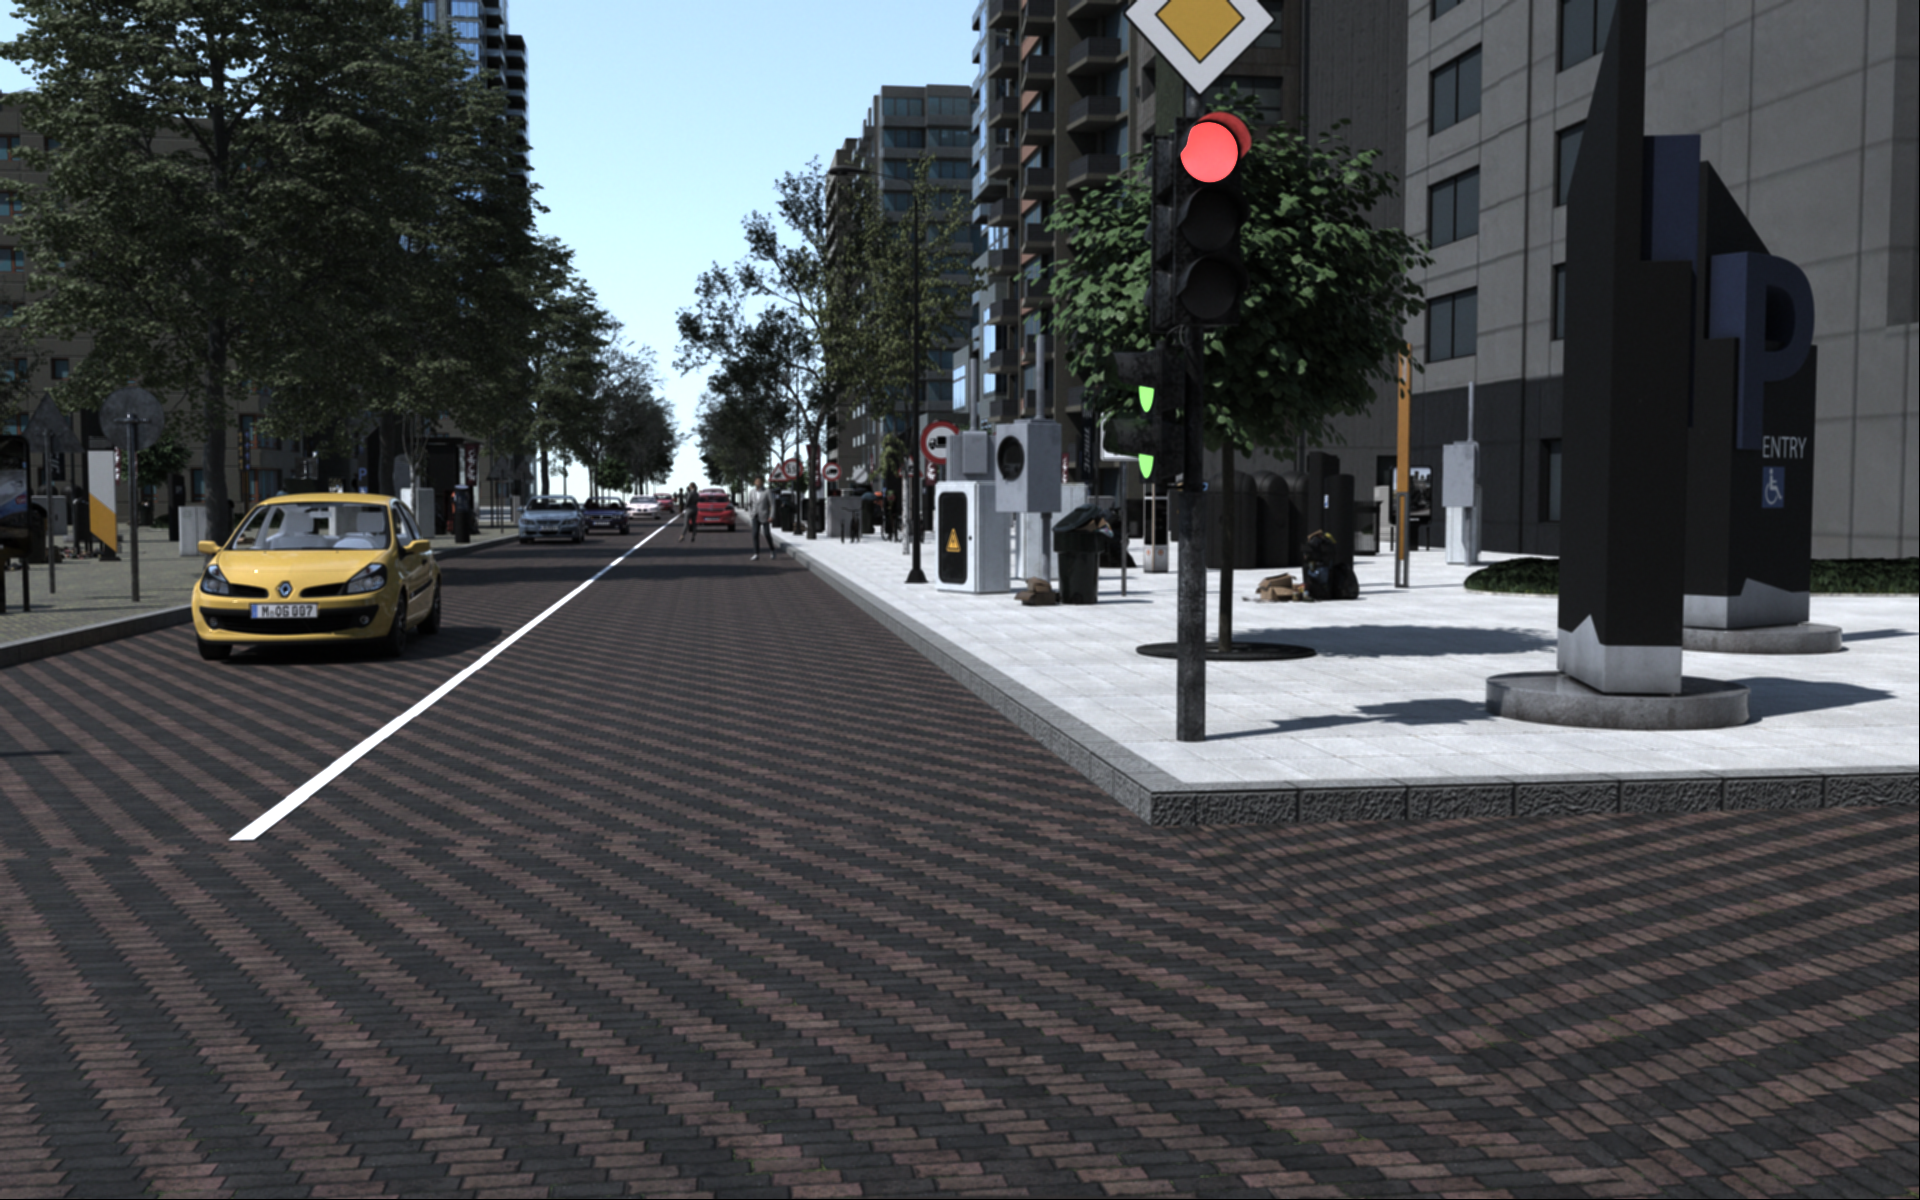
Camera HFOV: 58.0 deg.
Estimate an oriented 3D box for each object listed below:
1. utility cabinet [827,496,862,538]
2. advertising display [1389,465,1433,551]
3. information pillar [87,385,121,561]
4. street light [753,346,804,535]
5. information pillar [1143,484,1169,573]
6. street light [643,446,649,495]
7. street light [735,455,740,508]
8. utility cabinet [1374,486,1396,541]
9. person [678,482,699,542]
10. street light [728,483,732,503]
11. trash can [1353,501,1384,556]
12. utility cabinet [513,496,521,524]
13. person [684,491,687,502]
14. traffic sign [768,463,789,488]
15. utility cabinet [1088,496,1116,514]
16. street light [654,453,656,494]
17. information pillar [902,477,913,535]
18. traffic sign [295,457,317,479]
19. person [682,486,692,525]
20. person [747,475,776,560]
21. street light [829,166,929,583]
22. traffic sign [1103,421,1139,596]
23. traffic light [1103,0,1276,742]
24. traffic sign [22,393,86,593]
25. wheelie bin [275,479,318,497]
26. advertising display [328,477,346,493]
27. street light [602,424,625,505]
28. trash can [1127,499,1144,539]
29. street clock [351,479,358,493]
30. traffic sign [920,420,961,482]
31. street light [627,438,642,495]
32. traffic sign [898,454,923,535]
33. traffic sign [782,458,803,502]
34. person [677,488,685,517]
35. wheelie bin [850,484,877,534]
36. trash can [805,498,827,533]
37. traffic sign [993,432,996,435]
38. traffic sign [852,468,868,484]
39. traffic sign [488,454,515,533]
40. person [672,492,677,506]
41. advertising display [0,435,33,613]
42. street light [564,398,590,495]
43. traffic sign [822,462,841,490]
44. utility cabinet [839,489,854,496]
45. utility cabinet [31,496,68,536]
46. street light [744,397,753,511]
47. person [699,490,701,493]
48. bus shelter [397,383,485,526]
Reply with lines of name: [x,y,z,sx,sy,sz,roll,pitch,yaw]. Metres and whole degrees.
utility cabinet: [-3.408,-2.443,51.103,1.020,1.237,0.306,-2,4,-29]
advertising display: [10.120,-2.061,38.918,0.974,1.923,0.123,-1,4,-9]
information pillar: [-16.384,-2.553,33.102,0.504,3.616,0.183,0,4,-6]
street light: [-5.604,-4.982,53.992,1.470,5.913,1.316,-1,4,-8]
information pillar: [3.188,-1.445,28.124,0.304,2.012,0.304,-2,4,-25]
street light: [-30.421,-11.807,165.578,1.470,5.913,1.316,-1,4,-8]
street light: [-12.086,-7.732,98.951,1.470,5.913,1.316,-1,4,-8]
utility cabinet: [11.641,-2.309,46.434,0.318,1.500,1.173,-3,4,-36]
person: [-8.184,-2.656,52.197,0.573,1.790,0.520,1,4,16]
street light: [-16.459,-9.577,129.132,1.470,5.913,1.316,-1,4,-8]
trash can: [8.420,-1.491,36.028,0.748,1.137,0.748,0,3,0]
utility cabinet: [-18.941,-3.847,74.058,0.306,1.237,1.020,-1,4,-17]
person: [-36.324,-13.530,229.804,1.350,1.814,0.705,-3,4,-38]
traffic sign: [-7.553,-4.409,72.098,0.884,2.594,0.081,0,4,-5]
utility cabinet: [3.970,-2.340,49.417,1.020,1.237,0.306,-3,4,-36]
street light: [-34.652,-13.600,194.908,1.470,5.913,1.316,-1,4,-8]
information pillar: [-1.622,-3.055,54.433,0.304,2.012,0.304,1,4,18]
traffic sign: [-18.137,-2.810,48.070,0.606,2.300,0.079,0,4,-3]
person: [-12.657,-4.408,80.750,0.526,1.800,0.537,-2,4,-31]
person: [-4.333,-1.807,37.890,0.661,1.843,0.795,1,4,17]
street light: [-1.164,-3.194,24.766,1.470,5.913,1.316,-1,4,-8]
traffic sign: [2.057,-1.196,21.689,0.606,2.300,0.079,0,4,-5]
traffic light: [1.184,-1.223,8.909,0.839,4.253,0.868,-1,4,-8]
traffic sign: [-11.719,-1.363,22.293,0.884,2.594,0.081,0,4,-8]
wheelie bin: [-13.528,-1.681,35.389,0.693,1.594,0.980,3,5,42]
advertising display: [-23.994,-3.764,66.747,0.974,1.923,0.123,3,4,37]
street light: [-22.920,-8.632,113.668,1.470,5.913,1.316,-1,4,-8]
trash can: [5.076,-2.355,50.164,0.748,1.137,0.748,0,3,0]
street clock: [-28.206,-4.677,81.032,0.471,2.002,0.358,2,4,29]
traffic sign: [-0.316,-1.824,29.934,0.768,2.556,0.104,0,4,-4]
street light: [-27.311,-10.449,143.390,1.470,5.913,1.316,-1,4,-8]
traffic sign: [-1.582,-3.292,53.829,0.884,2.594,0.081,0,4,-7]
traffic sign: [-5.952,-3.761,61.599,0.768,2.556,0.104,0,4,-8]
person: [-17.382,-6.099,108.213,0.705,1.824,1.348,1,4,23]
wheelie bin: [-3.120,-2.918,55.616,0.980,1.594,0.693,1,4,23]
trash can: [-4.784,-2.805,57.523,0.748,1.137,0.748,0,3,0]
traffic sign: [0.917,-2.014,33.035,0.768,2.556,0.104,0,4,-4]
traffic sign: [-4.806,-5.083,83.215,0.768,2.556,0.104,0,4,-8]
traffic sign: [-14.921,-3.448,56.372,0.884,2.594,0.081,0,4,-2]
person: [-35.097,-12.484,213.348,1.217,1.736,0.721,-1,4,-15]
advertising display: [-10.497,-0.819,18.612,0.123,1.923,0.974,3,4,37]
street light: [-18.542,-6.795,83.638,1.470,5.913,1.316,-1,4,-8]
traffic sign: [-5.098,-4.208,68.911,0.768,2.556,0.104,0,4,-4]
utility cabinet: [-4.855,-4.213,77.558,0.318,1.500,1.173,3,5,45]
utility cabinet: [-28.277,-2.602,53.712,0.306,1.237,1.020,3,5,43]
street light: [-9.667,-6.773,83.272,1.470,5.913,1.316,-1,4,-8]
person: [-22.485,-8.584,149.373,0.617,1.759,0.750,2,4,30]
bus shelter: [-19.563,-5.357,65.217,2.179,5.291,8.768,-1,4,-8]
